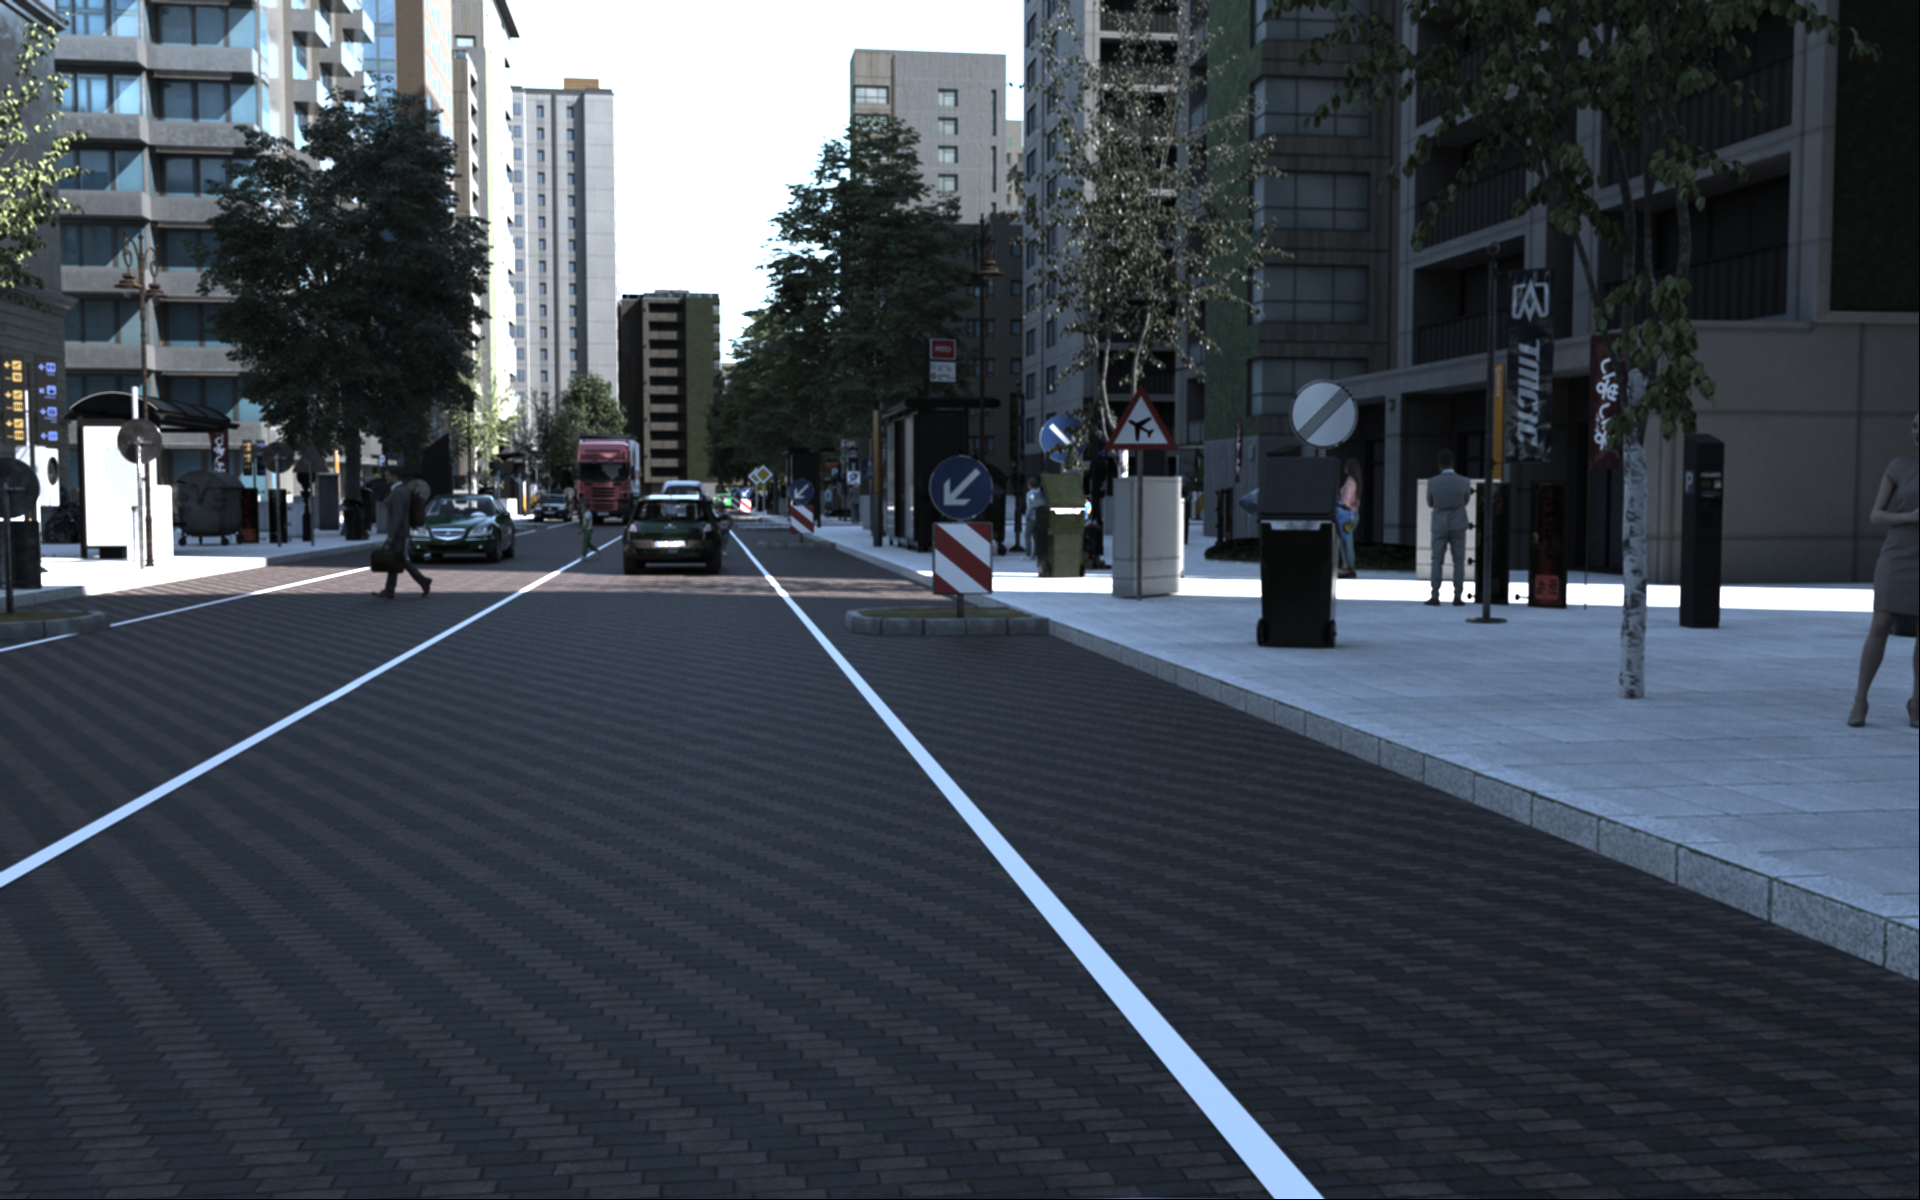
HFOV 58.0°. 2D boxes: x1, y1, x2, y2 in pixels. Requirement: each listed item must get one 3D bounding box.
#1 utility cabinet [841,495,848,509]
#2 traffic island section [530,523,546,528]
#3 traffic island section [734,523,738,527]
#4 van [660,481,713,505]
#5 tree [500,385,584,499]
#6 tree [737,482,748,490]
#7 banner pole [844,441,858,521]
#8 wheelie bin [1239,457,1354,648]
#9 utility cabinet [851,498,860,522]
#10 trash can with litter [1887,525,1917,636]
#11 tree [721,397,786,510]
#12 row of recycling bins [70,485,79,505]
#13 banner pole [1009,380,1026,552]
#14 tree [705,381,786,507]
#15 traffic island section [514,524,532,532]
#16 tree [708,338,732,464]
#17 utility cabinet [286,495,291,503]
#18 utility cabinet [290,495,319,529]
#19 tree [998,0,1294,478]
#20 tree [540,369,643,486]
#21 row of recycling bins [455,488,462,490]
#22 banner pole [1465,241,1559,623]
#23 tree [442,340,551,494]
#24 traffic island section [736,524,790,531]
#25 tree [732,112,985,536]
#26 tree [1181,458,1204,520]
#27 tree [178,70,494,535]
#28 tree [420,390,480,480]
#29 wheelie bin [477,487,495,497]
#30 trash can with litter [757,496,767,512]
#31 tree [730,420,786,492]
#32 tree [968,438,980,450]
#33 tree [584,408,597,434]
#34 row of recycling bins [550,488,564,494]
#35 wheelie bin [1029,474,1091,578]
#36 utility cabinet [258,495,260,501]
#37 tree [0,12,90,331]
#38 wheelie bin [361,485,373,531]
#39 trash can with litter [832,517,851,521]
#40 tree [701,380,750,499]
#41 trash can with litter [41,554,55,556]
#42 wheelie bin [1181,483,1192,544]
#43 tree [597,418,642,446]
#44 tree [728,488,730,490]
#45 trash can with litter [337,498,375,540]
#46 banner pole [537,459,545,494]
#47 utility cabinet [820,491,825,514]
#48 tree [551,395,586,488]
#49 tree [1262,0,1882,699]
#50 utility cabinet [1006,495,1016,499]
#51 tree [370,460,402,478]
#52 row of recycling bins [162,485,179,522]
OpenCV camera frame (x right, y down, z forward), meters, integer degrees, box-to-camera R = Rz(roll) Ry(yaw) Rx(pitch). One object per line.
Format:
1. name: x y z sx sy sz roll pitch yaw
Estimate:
1. utility cabinet: -8.663 -7.077 126.869 0.306 1.237 1.020 3 5 41
2. traffic island section: -18.873 -3.181 74.284 2.009 0.180 2.903 -1 4 -9
3. traffic island section: -8.845 -3.273 75.787 2.009 0.180 2.903 -1 4 -9
4. van: -9.049 -3.027 56.509 2.013 2.044 4.112 -1 4 -10
5. tree: -28.529 -10.162 116.518 4.360 8.622 3.978 0 3 0
6. tree: -27.112 -13.732 219.123 1.663 3.219 1.824 0 3 0
7. banner pole: -5.187 -5.616 81.842 0.863 3.779 0.401 -1 4 -21
8. wheelie bin: 2.853 -0.414 14.685 0.980 1.594 0.693 1 4 18
9. utility cabinet: -4.432 -4.119 78.510 1.020 1.237 0.306 -2 4 -27
10. trash can with litter: 8.680 -0.276 15.896 0.624 1.170 1.055 0 4 7
11. tree: -15.900 -12.469 138.278 8.767 10.594 7.601 3 5 41
12. row of recycling bins: -39.196 -4.341 78.093 3.534 1.692 1.069 1 4 13
13. banner pole: 1.298 -2.934 37.985 0.401 3.779 0.863 0 4 -2
14. tree: -20.381 -15.385 168.557 9.611 12.733 9.660 0 3 0
15. traffic island section: -17.681 -2.698 66.388 2.009 0.180 2.903 -1 4 -9
16. tree: -8.740 -10.609 91.581 7.486 12.596 7.792 0 3 0
17. utility cabinet: -30.383 -4.080 77.871 0.306 1.237 1.020 3 4 36
18. utility cabinet: -24.157 -3.244 64.195 1.020 1.237 0.306 0 4 3
19. tree: 2.378 -4.508 24.065 4.360 8.622 3.978 0 3 0
20. tree: -33.983 -14.800 158.995 9.611 12.733 9.660 0 3 0
21. row of recycling bins: -34.312 -7.092 123.074 3.534 1.692 1.069 0 4 3
22. banner pole: 5.454 -1.657 17.104 0.863 3.779 0.401 3 5 39
23. tree: -23.211 -8.141 83.467 4.737 8.622 4.395 0 3 0
24. traffic island section: -7.652 -2.790 67.891 2.009 0.180 2.903 -1 4 -9
25. tree: -2.901 -8.214 52.430 7.486 12.596 7.792 0 3 0
26. tree: 11.870 -5.514 84.757 1.663 3.219 1.824 0 3 0
27. tree: -18.965 -8.990 53.637 9.857 13.997 8.962 0 3 0
28. tree: -32.198 -9.709 109.106 4.360 8.622 3.978 0 3 0
29. wheelie bin: -21.592 -4.344 78.938 0.693 1.594 0.980 2 4 30
30. trash can with litter: -14.608 -7.011 126.012 0.624 1.170 1.055 -2 4 -27
31. tree: -12.510 -10.302 118.805 4.737 8.622 4.395 0 3 0
32. tree: 0.375 -4.016 60.265 1.663 3.219 1.824 0 3 0
33. tree: -31.658 -11.705 141.734 4.360 8.622 3.978 0 3 0
34. row of recycling bins: -28.103 -6.946 120.677 1.069 1.692 3.534 -1 4 -15
35. wheelie bin: 1.502 -1.145 26.637 0.980 1.594 0.693 -1 4 -19
36. utility cabinet: -32.802 -4.200 79.839 1.020 1.237 0.306 -2 4 -27
37. tree: -12.881 -4.313 20.880 4.737 8.622 4.395 0 3 0
38. wheelie bin: -20.677 -3.182 59.940 0.693 1.594 0.980 -2 4 -26
39. trash can with litter: -5.193 -4.480 84.306 2.233 1.210 1.678 1 4 12
40. tree: -23.290 -17.236 188.456 9.857 13.997 8.962 0 3 0
41. trash can with litter: -19.929 -1.502 35.613 2.233 1.210 1.678 2 4 24
42. wheelie bin: 5.521 -2.216 44.140 0.693 1.594 0.980 2 4 26
43. tree: -37.437 -15.062 180.681 8.767 10.594 7.601 -1 4 -11
44. tree: -28.691 -16.825 225.456 4.737 8.622 4.395 0 3 0
45. trash can with litter: -16.865 -2.255 48.252 0.624 1.170 1.055 0 4 -1
46. banner pole: -29.743 -8.147 123.218 0.863 3.779 0.401 1 4 22
47. utility cabinet: -8.839 -6.074 107.992 0.318 1.500 1.173 2 4 27
48. tree: -29.967 -10.949 129.385 4.737 8.622 4.395 0 3 0
49. tree: 3.997 -3.686 10.630 4.737 8.622 4.395 0 3 0
50. utility cabinet: 2.463 -4.595 86.287 0.306 1.237 1.020 -2 4 -25
51. tree: -28.438 -5.562 85.538 1.663 3.219 1.824 0 3 0
52. row of recycling bins: -35.202 -4.280 77.092 1.069 1.692 3.534 -1 4 -21
